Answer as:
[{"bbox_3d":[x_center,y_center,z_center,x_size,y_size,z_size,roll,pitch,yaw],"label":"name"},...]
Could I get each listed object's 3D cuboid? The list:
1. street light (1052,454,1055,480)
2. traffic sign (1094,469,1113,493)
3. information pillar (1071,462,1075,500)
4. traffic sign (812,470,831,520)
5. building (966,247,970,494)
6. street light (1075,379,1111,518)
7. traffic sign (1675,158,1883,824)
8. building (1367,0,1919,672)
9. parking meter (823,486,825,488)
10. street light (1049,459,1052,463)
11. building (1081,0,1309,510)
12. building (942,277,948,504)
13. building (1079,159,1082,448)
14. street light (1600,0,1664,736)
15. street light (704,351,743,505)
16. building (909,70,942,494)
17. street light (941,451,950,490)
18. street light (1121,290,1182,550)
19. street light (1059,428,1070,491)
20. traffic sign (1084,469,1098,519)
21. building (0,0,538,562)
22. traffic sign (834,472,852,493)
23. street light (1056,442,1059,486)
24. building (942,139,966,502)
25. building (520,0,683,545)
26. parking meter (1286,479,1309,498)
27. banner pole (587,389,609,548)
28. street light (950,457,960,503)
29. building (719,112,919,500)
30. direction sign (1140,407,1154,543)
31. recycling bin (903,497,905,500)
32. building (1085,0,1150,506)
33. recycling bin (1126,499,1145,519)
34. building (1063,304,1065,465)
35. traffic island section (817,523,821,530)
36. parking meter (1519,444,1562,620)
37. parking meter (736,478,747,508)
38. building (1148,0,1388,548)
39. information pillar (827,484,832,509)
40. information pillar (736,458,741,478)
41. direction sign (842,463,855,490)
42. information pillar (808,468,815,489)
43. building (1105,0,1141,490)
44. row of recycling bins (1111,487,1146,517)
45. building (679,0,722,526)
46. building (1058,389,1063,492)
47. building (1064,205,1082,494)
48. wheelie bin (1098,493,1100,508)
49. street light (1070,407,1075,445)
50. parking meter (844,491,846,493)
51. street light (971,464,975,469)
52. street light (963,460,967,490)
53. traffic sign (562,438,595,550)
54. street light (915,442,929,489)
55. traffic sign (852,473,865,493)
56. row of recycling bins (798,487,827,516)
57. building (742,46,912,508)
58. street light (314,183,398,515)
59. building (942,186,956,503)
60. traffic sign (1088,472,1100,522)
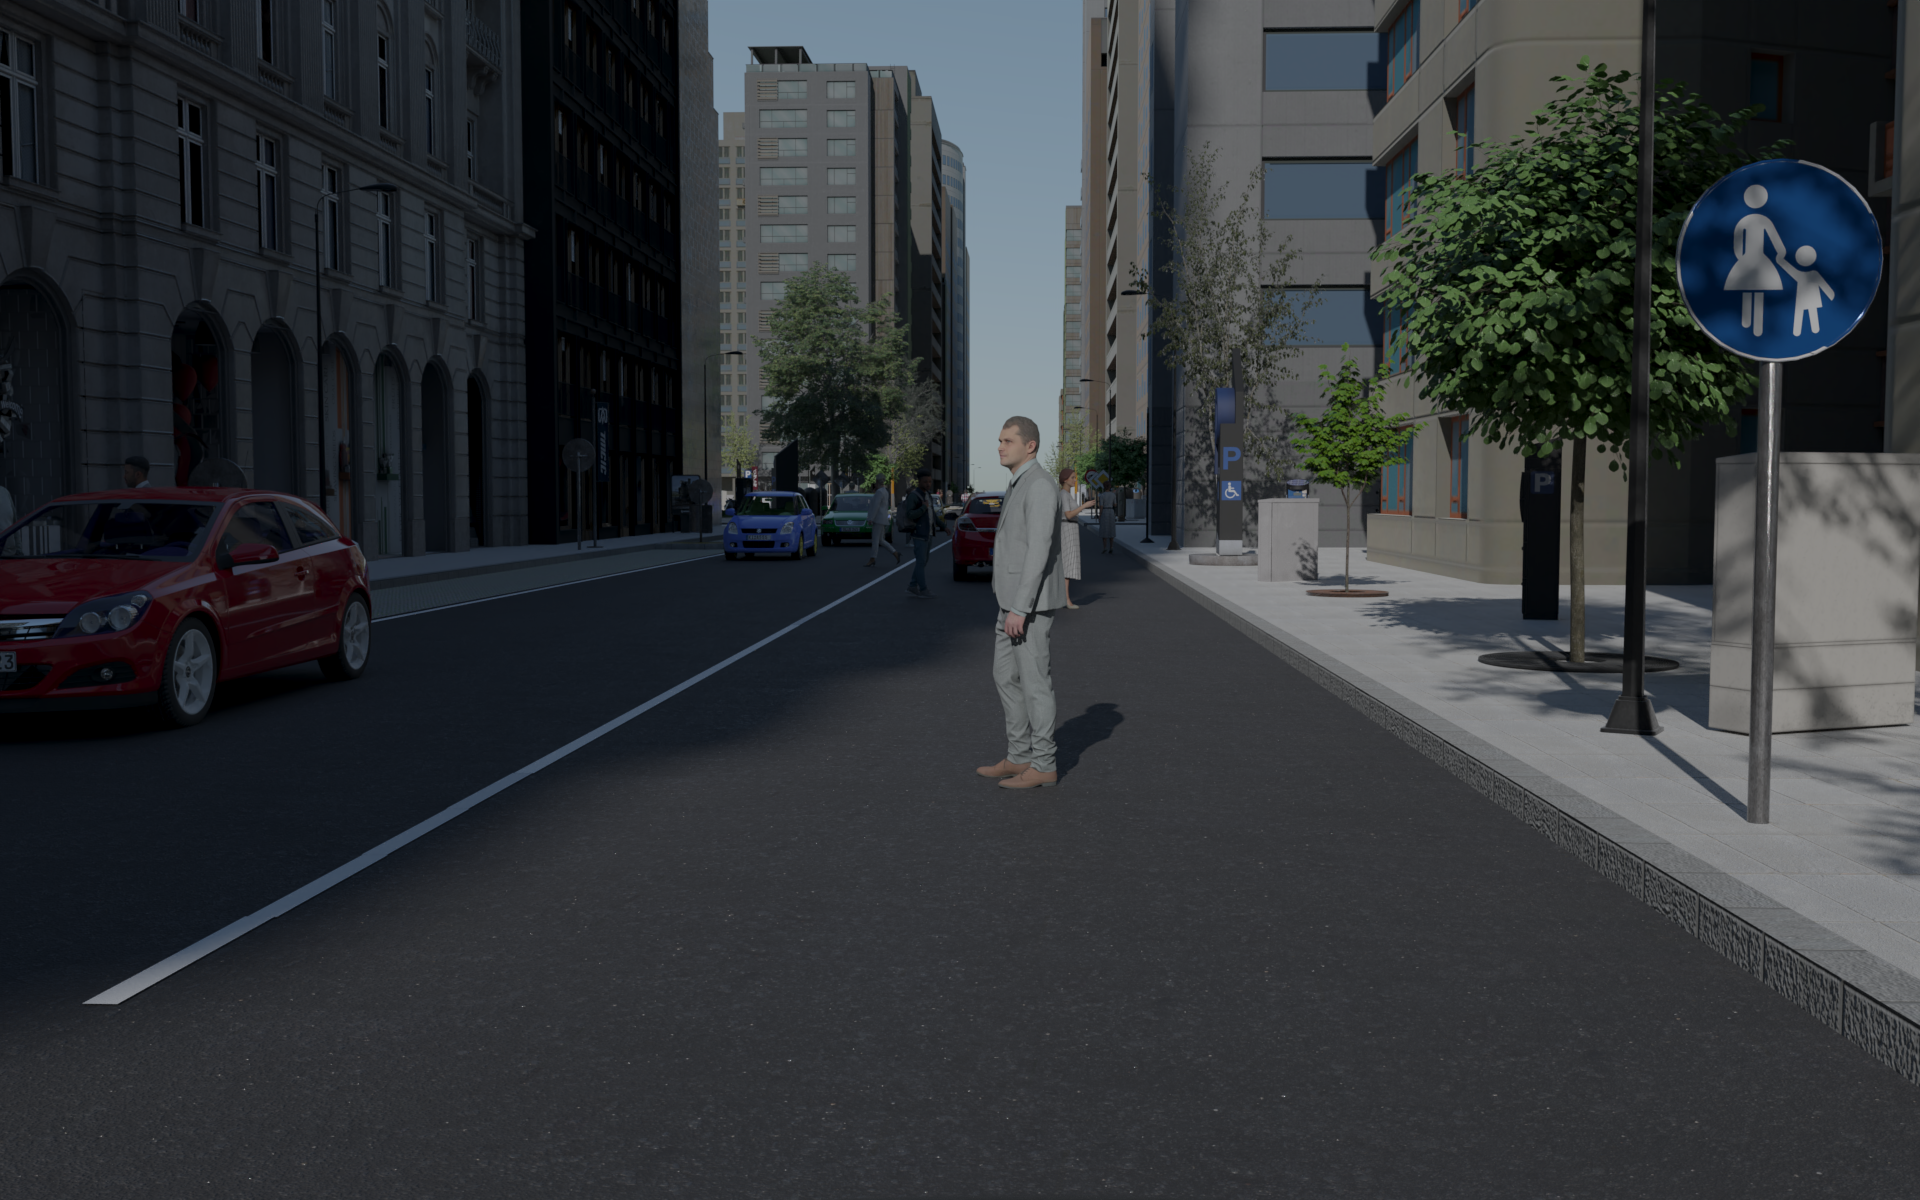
[{"bbox_3d":[9.921,-11.907,167.224,1.470,5.913,1.316,0,4,2],"label":"street light"},{"bbox_3d":[5.807,-4.076,70.282,0.795,2.450,0.064,0,4,2],"label":"traffic sign"},{"bbox_3d":[8.159,-8.189,125.251,0.183,3.616,0.504,-2,4,-24],"label":"information pillar"},{"bbox_3d":[-5.675,-4.108,70.803,0.795,2.450,0.064,0,4,2],"label":"traffic sign"},{"bbox_3d":[-5.455,-39.948,303.266,14.600,45.320,14.200,0,4,2],"label":"building"},{"bbox_3d":[5.509,-5.954,69.884,1.470,5.913,1.316,0,4,2],"label":"street light"},{"bbox_3d":[3.119,-0.403,6.689,0.768,2.556,0.104,0,4,3],"label":"traffic sign"},{"bbox_3d":[21.022,-10.562,17.724,27.650,21.520,28.899,0,4,2],"label":"building"},{"bbox_3d":[-8.879,-6.467,111.439,0.399,1.863,0.255,0,4,2],"label":"parking meter"},{"bbox_3d":[11.195,-13.810,198.340,1.470,5.913,1.316,0,4,2],"label":"street light"},{"bbox_3d":[23.316,-39.155,182.175,21.231,58.520,28.212,0,4,2],"label":"building"},{"bbox_3d":[-8.973,-27.550,222.143,14.160,30.474,14.107,0,4,2],"label":"building"},{"bbox_3d":[25.978,-36.211,211.655,23.786,49.044,30.456,0,4,2],"label":"building"},{"bbox_3d":[3.095,-2.243,9.216,1.470,5.913,1.316,0,4,2],"label":"street light"},{"bbox_3d":[-7.745,-5.128,56.382,1.470,5.913,1.316,0,4,2],"label":"street light"},{"bbox_3d":[-13.327,-35.414,202.718,21.300,48.544,21.600,0,4,2],"label":"building"},{"bbox_3d":[-2.147,-13.055,185.995,1.470,5.913,1.316,0,4,2],"label":"street light"},{"bbox_3d":[4.359,-4.098,39.547,1.470,5.913,1.316,0,4,2],"label":"street light"},{"bbox_3d":[7.941,-9.158,122.277,1.470,5.913,1.316,0,4,2],"label":"street light"},{"bbox_3d":[6.698,-5.376,88.003,0.768,2.556,0.104,0,4,4],"label":"traffic sign"},{"bbox_3d":[-17.142,-11.592,31.327,13.314,21.916,24.055,0,4,2],"label":"building"},{"bbox_3d":[-5.326,-4.596,78.780,0.795,2.450,0.064,0,4,2],"label":"traffic sign"},{"bbox_3d":[9.357,-11.049,153.188,1.470,5.913,1.316,0,4,2],"label":"street light"},{"bbox_3d":[-10.106,-45.253,281.879,21.231,58.520,28.212,0,4,2],"label":"building"},{"bbox_3d":[-15.975,-13.546,51.158,12.332,23.373,15.834,0,4,2],"label":"building"},{"bbox_3d":[5.548,-1.228,28.486,0.372,1.533,0.369,0,3,0],"label":"parking meter"},{"bbox_3d":[-8.649,-3.154,41.577,0.401,3.779,0.863,1,4,23],"label":"banner pole"},{"bbox_3d":[-0.760,-14.914,216.391,1.470,5.913,1.316,0,4,2],"label":"street light"},{"bbox_3d":[-19.772,-29.884,180.477,32.217,40.220,23.993,0,4,2],"label":"building"},{"bbox_3d":[4.922,-3.269,45.448,0.379,3.537,0.876,0,4,7],"label":"direction sign"},{"bbox_3d":[-4.615,-8.608,153.293,0.722,1.027,0.722,-2,4,-31],"label":"recycling bin"},{"bbox_3d":[18.776,-31.245,160.967,14.600,45.320,14.200,0,4,2],"label":"building"},{"bbox_3d":[9.119,-4.738,90.016,0.722,1.027,0.722,-2,4,-33],"label":"recycling bin"},{"bbox_3d":[22.585,-30.008,262.323,14.160,30.474,14.107,0,4,2],"label":"building"},{"bbox_3d":[-5.699,-2.972,70.865,2.009,0.180,2.903,0,4,2],"label":"traffic island section"},{"bbox_3d":[5.924,-0.734,17.704,0.399,1.863,0.255,1,4,17],"label":"parking meter"},{"bbox_3d":[-7.869,-3.470,62.453,0.255,1.863,0.399,1,4,17],"label":"parking meter"},{"bbox_3d":[16.477,-31.273,53.315,21.231,58.520,28.212,0,4,2],"label":"building"},{"bbox_3d":[-9.042,-7.111,120.760,0.304,2.012,0.304,-2,4,-34],"label":"information pillar"},{"bbox_3d":[-14.544,-7.493,113.860,0.183,3.616,0.504,1,4,21],"label":"information pillar"},{"bbox_3d":[-6.542,-6.772,102.712,0.876,3.537,0.379,-1,4,-12],"label":"direction sign"},{"bbox_3d":[-12.494,-9.508,146.815,0.504,3.616,0.183,-2,4,-25],"label":"information pillar"},{"bbox_3d":[22.850,-31.514,138.962,21.300,48.544,21.600,0,4,2],"label":"building"},{"bbox_3d":[11.277,-6.121,107.190,3.534,1.692,1.069,0,4,3],"label":"row of recycling bins"},{"bbox_3d":[-18.277,-12.845,64.760,16.860,20.320,10.420,0,4,2],"label":"building"},{"bbox_3d":[30.956,-27.691,297.788,27.650,21.520,28.899,0,4,2],"label":"building"},{"bbox_3d":[21.923,-34.446,246.788,14.154,41.232,14.086,0,4,2],"label":"building"},{"bbox_3d":[9.844,-6.772,118.634,0.693,1.594,0.980,2,4,30],"label":"wheelie bin"},{"bbox_3d":[6.727,-7.303,91.943,1.470,5.913,1.316,0,4,2],"label":"street light"},{"bbox_3d":[-8.206,-7.140,125.143,0.372,1.533,0.369,0,3,0],"label":"parking meter"},{"bbox_3d":[1.550,-18.149,269.273,1.470,5.913,1.316,0,4,2],"label":"street light"},{"bbox_3d":[0.142,-16.256,238.330,1.470,5.913,1.316,0,4,2],"label":"street light"},{"bbox_3d":[-8.735,-2.420,39.668,0.768,2.556,0.104,0,4,3],"label":"traffic sign"},{"bbox_3d":[-3.466,-11.200,155.666,1.470,5.913,1.316,0,4,2],"label":"street light"},{"bbox_3d":[-5.997,-6.245,102.207,0.768,2.556,0.104,0,4,5],"label":"traffic sign"},{"bbox_3d":[-9.158,-5.780,101.615,1.069,1.692,3.534,3,5,42],"label":"row of recycling bins"},{"bbox_3d":[-11.984,-29.193,160.908,14.154,41.232,14.086,0,4,2],"label":"building"},{"bbox_3d":[-9.095,-3.273,26.055,1.470,5.913,1.316,0,4,2],"label":"street light"},{"bbox_3d":[-8.580,-36.399,245.240,14.600,45.320,14.200,0,4,2],"label":"building"},{"bbox_3d":[6.156,-4.564,78.260,0.795,2.450,0.064,0,4,2],"label":"traffic sign"}]
